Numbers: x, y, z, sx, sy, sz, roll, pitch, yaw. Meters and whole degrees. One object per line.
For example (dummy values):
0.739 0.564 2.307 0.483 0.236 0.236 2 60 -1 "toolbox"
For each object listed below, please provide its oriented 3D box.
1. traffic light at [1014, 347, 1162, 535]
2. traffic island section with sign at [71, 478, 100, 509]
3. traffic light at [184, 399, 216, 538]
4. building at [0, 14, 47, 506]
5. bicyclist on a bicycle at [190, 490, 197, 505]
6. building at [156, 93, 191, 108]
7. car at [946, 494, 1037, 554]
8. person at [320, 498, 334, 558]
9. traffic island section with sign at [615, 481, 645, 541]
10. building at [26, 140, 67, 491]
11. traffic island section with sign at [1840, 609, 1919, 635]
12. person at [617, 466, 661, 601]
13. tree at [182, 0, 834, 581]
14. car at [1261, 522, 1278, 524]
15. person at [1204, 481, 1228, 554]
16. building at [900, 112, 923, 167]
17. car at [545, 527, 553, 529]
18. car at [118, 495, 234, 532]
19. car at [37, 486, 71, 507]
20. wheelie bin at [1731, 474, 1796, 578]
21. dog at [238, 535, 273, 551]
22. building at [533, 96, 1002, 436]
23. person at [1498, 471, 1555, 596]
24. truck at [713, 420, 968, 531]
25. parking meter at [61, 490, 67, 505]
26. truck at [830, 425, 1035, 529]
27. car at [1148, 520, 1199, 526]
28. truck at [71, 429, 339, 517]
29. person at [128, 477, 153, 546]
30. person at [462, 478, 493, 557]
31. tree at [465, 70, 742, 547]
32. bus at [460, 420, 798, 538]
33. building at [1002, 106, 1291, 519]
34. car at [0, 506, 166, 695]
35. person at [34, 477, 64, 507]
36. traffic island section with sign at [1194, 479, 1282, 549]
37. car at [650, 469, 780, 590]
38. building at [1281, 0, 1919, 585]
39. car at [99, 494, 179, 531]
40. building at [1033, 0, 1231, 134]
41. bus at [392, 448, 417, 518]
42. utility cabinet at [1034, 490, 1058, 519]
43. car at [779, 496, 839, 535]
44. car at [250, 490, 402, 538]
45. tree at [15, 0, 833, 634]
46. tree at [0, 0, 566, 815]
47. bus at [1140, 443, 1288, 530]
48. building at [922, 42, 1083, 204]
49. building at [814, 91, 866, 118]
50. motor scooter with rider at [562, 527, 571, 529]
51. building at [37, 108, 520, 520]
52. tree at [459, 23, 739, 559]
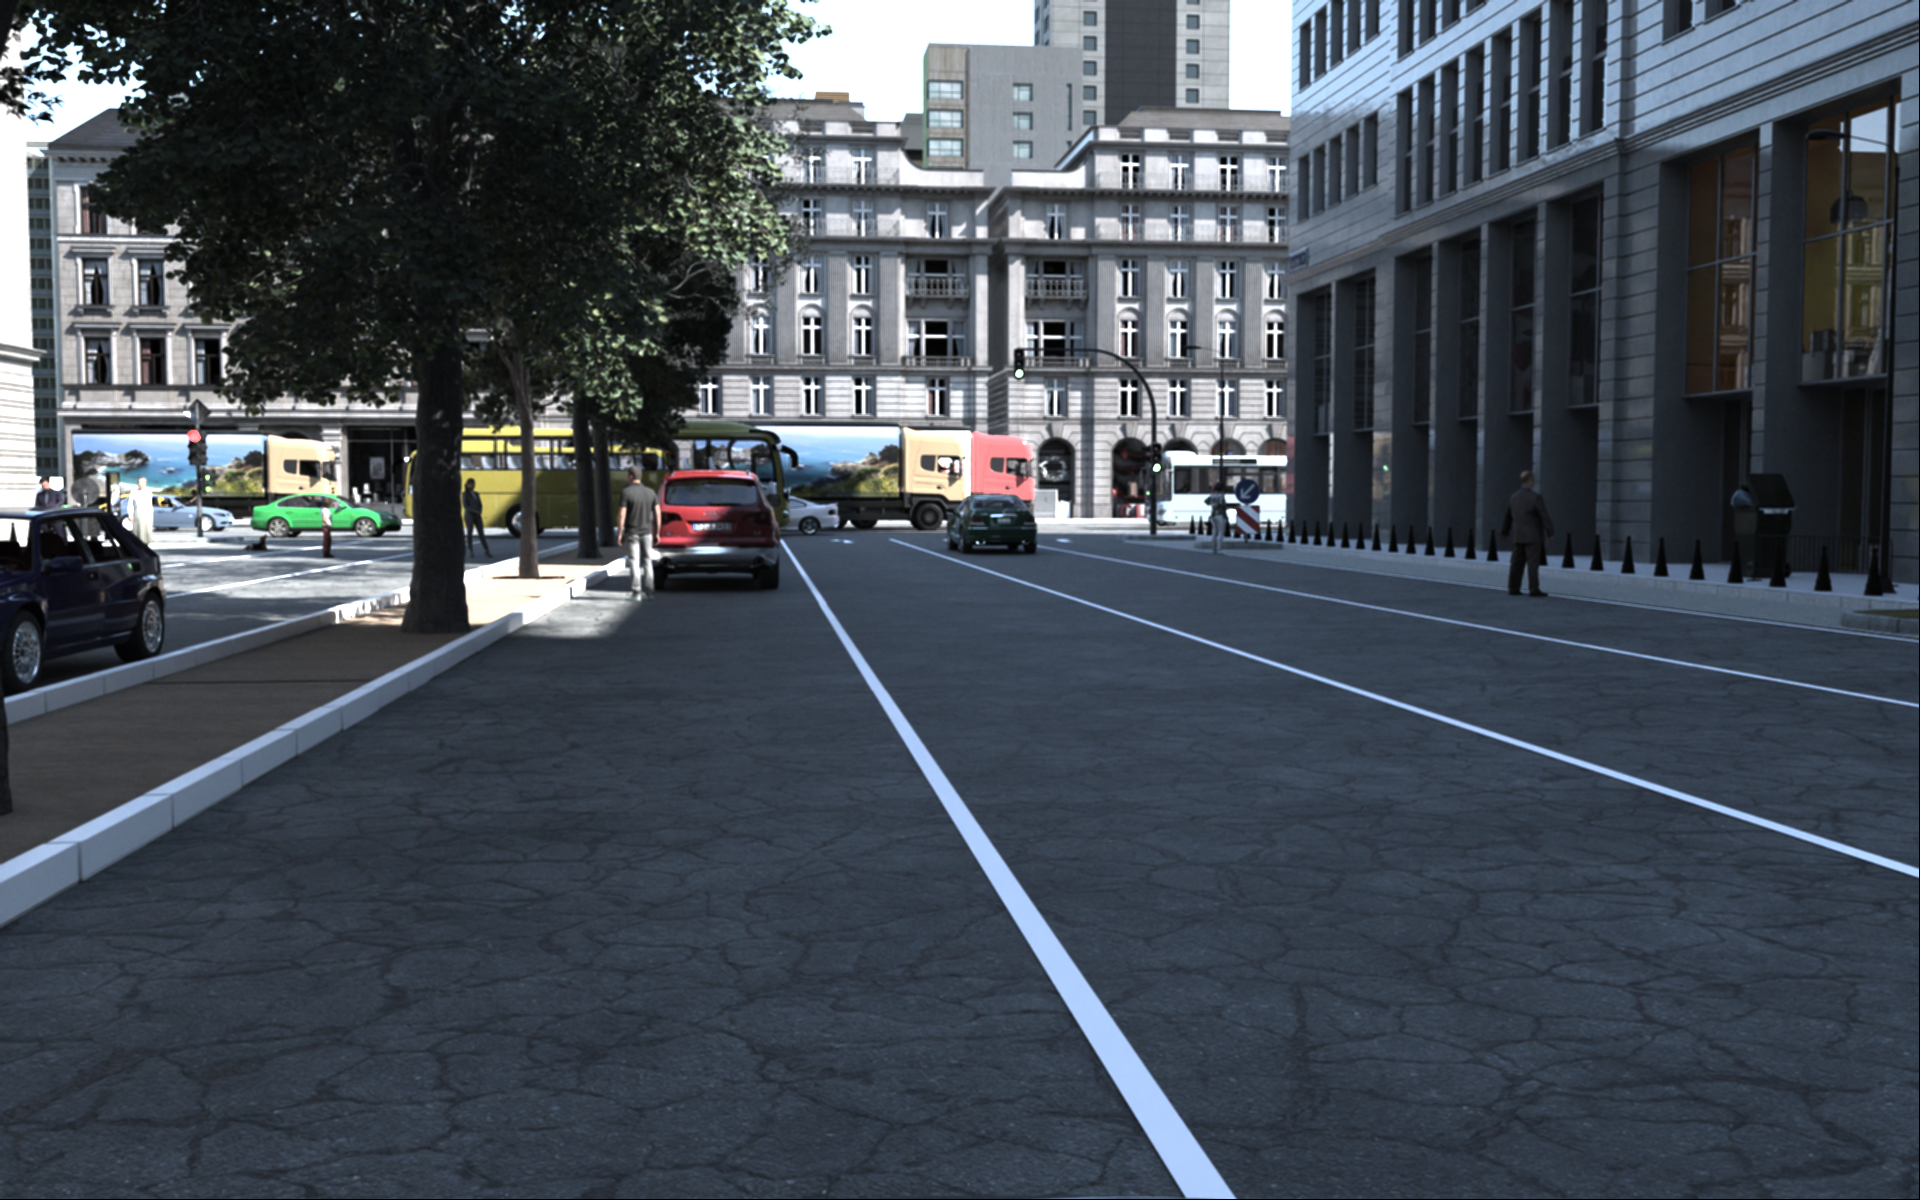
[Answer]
3.999 -4.860 54.121 4.771 5.953 1.251 0 4 -7 "traffic light"
-20.947 -1.990 41.159 1.989 1.847 2.006 0 4 -7 "traffic island section with sign"
-22.438 -3.801 51.069 0.839 4.253 0.868 0 4 -7 "traffic light"
-35.360 -12.616 42.435 21.152 22.565 11.583 0 4 -7 "building"
-32.856 -3.928 74.237 1.625 1.676 1.499 -1 4 -9 "bicyclist on a bicycle"
-98.155 -43.104 246.753 28.212 58.520 21.231 0 4 -7 "building"
0.766 -1.923 43.243 2.131 1.459 4.920 0 4 -7 "car"
-14.273 -1.635 39.138 0.340 1.345 0.435 -3 4 -36 "person"
-9.981 -2.740 52.937 2.006 1.907 1.989 0 4 -7 "traffic island section with sign"
-83.715 -30.234 186.205 23.993 40.220 32.217 0 4 -7 "building"
10.498 -0.586 18.202 1.989 1.847 2.006 0 4 -7 "traffic island section with sign"
-4.334 -0.900 23.343 0.598 1.807 0.434 -1 4 -23 "person"
-7.198 -7.079 28.569 12.009 13.543 11.850 0 3 0 "tree"
13.714 -4.580 83.926 4.494 1.783 2.155 0 4 -6 "car"
6.190 -1.979 41.584 0.376 1.734 0.841 -1 4 -16 "person"
-2.008 -33.911 204.561 14.600 45.320 14.200 0 4 -7 "building"
-16.081 -3.825 72.128 3.694 1.707 1.945 0 4 -6 "car"
-30.419 -3.351 66.788 4.499 1.417 2.014 0 4 -7 "car"
-34.473 -3.268 62.224 4.718 1.807 1.959 0 4 -7 "car"
12.298 -1.144 26.611 0.980 1.594 0.693 -1 4 -11 "wheelie bin"
-17.803 -1.444 43.796 0.748 0.427 0.550 1 4 10 "dog"
-10.740 -15.370 93.104 24.055 21.916 13.314 0 4 -7 "building"
8.011 -0.940 24.422 0.434 1.755 0.990 -2 4 -25 "person"
-4.720 -4.814 67.623 11.283 4.237 2.839 0 4 -8 "truck"
-49.377 -5.332 95.582 0.372 1.533 0.369 0 3 0 "parking meter"
-1.945 -5.082 71.997 11.283 4.237 2.839 0 4 -7 "truck"
10.461 -4.153 78.123 3.980 1.641 2.015 -1 4 -9 "car"
-32.853 -5.363 76.601 11.283 4.237 2.839 -1 4 -8 "truck"
-18.079 -1.806 38.262 0.478 1.798 0.641 -1 4 -15 "person"
-10.947 -1.864 39.249 0.573 1.790 0.520 1 4 20 "person"
-9.792 -8.365 46.653 7.806 13.903 7.818 0 3 0 "tree"
-11.607 -4.059 57.905 12.252 3.916 2.896 0 4 -7 "bus"
13.226 -15.528 95.684 24.055 21.916 13.314 0 4 -7 "building"
-7.639 -0.055 13.476 1.945 1.354 3.894 0 4 -6 "car"
-18.235 -1.578 34.747 0.683 1.767 0.568 -1 4 -10 "person"
7.218 -2.251 45.436 1.989 1.847 2.006 0 4 -7 "traffic island section with sign"
-3.977 -1.159 27.622 2.281 1.827 5.304 -1 4 -9 "car"
17.170 -15.978 38.737 11.434 29.767 29.804 0 4 -7 "building"
-32.913 -3.575 68.671 3.980 1.641 2.015 0 4 -8 "car"
18.990 -46.831 203.934 20.611 71.187 20.563 0 4 -7 "building"
-19.678 -5.423 80.212 12.252 3.916 2.896 0 4 -5 "bus"
4.345 -4.846 87.906 1.173 1.500 0.318 1 4 14 "utility cabinet"
-6.682 -2.989 61.228 4.827 1.381 2.083 0 4 -7 "car"
-20.934 -2.967 57.301 4.718 1.807 1.959 0 4 -6 "car"
-5.461 -6.640 17.672 9.857 13.997 8.962 0 3 0 "tree"
-4.396 -4.335 7.749 8.767 10.594 7.601 0 4 -7 "tree"
13.528 -4.675 71.295 13.247 3.499 2.948 0 4 -8 "bus"
3.348 -29.231 161.529 14.154 41.232 14.086 0 4 -7 "building"
-28.546 -43.625 255.272 28.212 58.520 21.231 0 4 -7 "building"
-16.801 -3.760 70.441 1.986 1.779 0.876 -1 4 -8 "motor scooter with rider"
-42.678 -14.507 88.093 40.483 20.767 10.553 0 4 -7 "building"
-8.360 -6.951 38.170 6.751 12.117 7.091 0 3 0 "tree"
